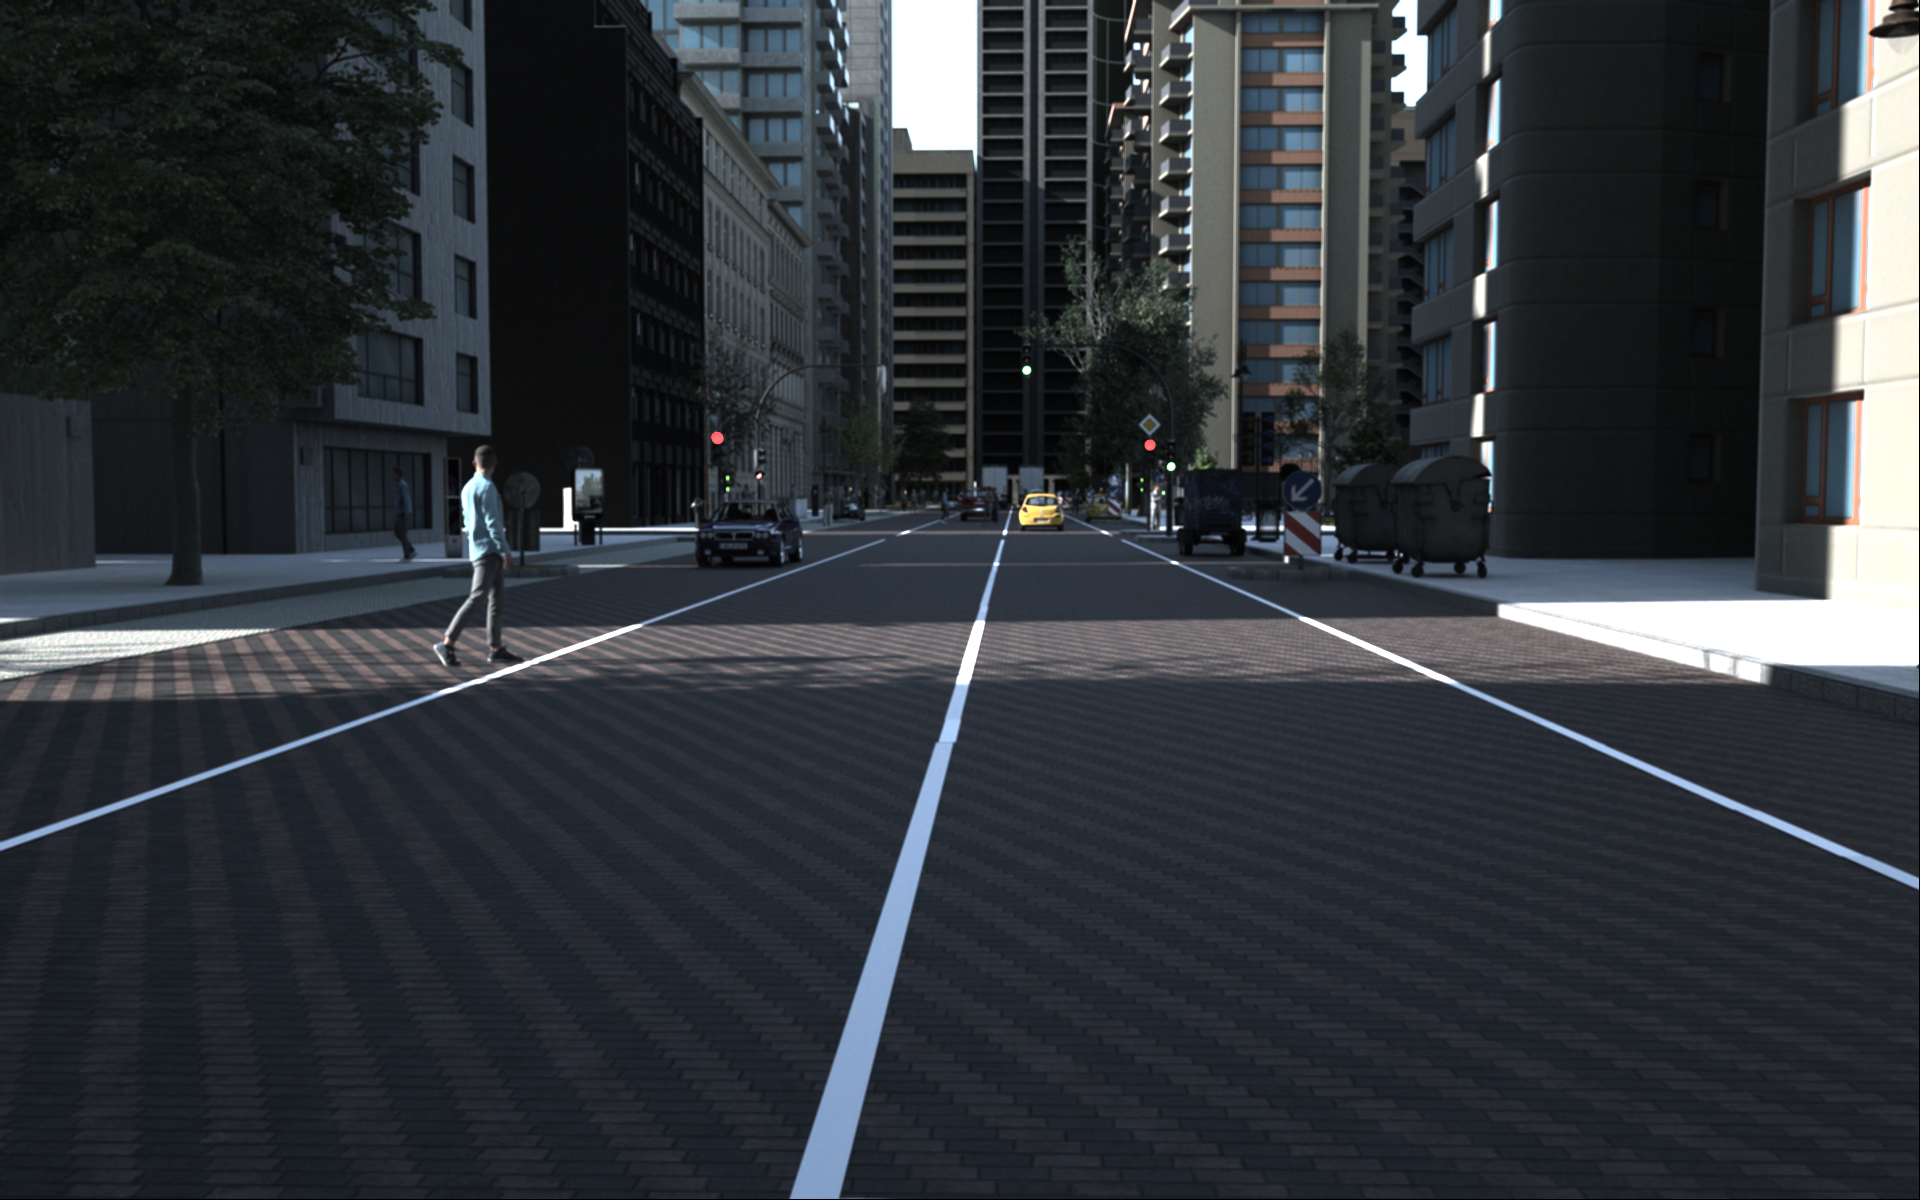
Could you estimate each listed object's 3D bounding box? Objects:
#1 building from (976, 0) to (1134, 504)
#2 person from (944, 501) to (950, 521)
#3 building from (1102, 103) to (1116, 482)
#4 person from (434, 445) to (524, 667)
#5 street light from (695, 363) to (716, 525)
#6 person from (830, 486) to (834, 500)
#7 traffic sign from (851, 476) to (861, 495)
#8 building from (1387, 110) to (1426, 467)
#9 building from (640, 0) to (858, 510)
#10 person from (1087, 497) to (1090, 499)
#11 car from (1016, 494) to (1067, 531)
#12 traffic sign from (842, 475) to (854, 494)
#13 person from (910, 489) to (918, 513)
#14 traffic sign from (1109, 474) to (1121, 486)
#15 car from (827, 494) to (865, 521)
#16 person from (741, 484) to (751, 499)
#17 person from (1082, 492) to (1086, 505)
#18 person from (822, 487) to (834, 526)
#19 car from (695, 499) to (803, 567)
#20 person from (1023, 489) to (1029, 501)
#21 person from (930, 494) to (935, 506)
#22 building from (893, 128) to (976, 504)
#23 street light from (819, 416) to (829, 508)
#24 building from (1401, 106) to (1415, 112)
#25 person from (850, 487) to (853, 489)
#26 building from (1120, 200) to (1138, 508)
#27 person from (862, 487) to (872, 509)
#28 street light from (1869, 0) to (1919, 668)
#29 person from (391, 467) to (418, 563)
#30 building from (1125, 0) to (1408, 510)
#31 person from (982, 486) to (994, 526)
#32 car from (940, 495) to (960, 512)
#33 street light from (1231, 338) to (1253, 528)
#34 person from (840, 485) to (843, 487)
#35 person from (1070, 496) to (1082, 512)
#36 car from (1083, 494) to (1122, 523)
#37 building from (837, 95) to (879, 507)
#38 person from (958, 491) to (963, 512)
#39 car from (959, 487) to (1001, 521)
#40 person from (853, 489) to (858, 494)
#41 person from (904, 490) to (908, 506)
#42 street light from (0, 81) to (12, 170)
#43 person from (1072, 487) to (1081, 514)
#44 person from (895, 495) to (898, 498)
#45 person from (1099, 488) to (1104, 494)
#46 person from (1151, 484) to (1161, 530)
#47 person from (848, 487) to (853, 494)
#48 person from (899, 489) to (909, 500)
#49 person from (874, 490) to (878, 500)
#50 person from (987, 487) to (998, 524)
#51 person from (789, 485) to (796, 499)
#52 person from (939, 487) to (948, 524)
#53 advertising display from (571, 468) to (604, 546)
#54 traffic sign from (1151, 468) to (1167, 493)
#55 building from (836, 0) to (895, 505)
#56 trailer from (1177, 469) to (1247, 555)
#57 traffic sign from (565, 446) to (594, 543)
[{"bbox_3d":[12.648,-48.463,230.621,20.611,71.187,20.563,0,4,2],"label":"building"},{"bbox_3d":[-0.714,-4.908,93.423,0.352,1.250,0.332,3,4,38],"label":"person"},{"bbox_3d":[27.266,-32.858,191.858,22.147,44.769,28.867,0,4,2],"label":"building"},{"bbox_3d":[-4.069,-0.381,14.597,0.748,1.841,0.638,-1,4,-20],"label":"person"},{"bbox_3d":[-9.005,-5.418,61.373,0.468,5.910,1.993,0,4,2],"label":"street light"},{"bbox_3d":[-8.168,-6.393,110.916,0.624,1.780,0.694,-1,4,-14],"label":"person"},{"bbox_3d":[-7.206,-7.333,119.998,0.768,2.556,0.104,1,4,11],"label":"traffic sign"},{"bbox_3d":[46.084,-33.597,199.415,14.200,45.320,14.600,0,4,2],"label":"building"},{"bbox_3d":[-21.499,-32.504,151.054,23.786,49.044,30.456,0,4,2],"label":"building"},{"bbox_3d":[12.076,-9.409,160.012,0.705,1.807,1.348,2,4,26],"label":"person"},{"bbox_3d":[3.196,-3.526,67.878,2.015,1.641,3.980,0,4,2],"label":"car"},{"bbox_3d":[-7.524,-7.111,116.265,0.884,2.594,0.081,1,4,9],"label":"traffic sign"},{"bbox_3d":[-3.459,-7.441,130.348,0.537,1.800,0.526,1,4,15],"label":"person"},{"bbox_3d":[9.995,-6.839,111.926,0.768,2.556,0.104,0,4,5],"label":"traffic sign"},{"bbox_3d":[-5.995,-4.980,91.203,2.009,1.686,4.222,0,4,3],"label":"car"},{"bbox_3d":[-10.849,-4.971,87.592,0.520,1.790,0.573,-1,4,-20],"label":"person"},{"bbox_3d":[14.410,-11.771,199.293,0.721,1.735,1.217,-3,4,-36],"label":"person"},{"bbox_3d":[-5.965,-4.228,78.178,0.519,1.759,0.362,-1,4,-19],"label":"person"},{"bbox_3d":[-4.288,-1.400,35.466,1.945,1.354,3.894,0,4,3],"label":"car"},{"bbox_3d":[4.680,-6.871,121.184,0.721,1.781,0.623,-3,5,-40],"label":"person"},{"bbox_3d":[-3.155,-11.441,198.741,0.628,1.438,0.799,0,4,-8],"label":"person"},{"bbox_3d":[-8.441,-37.215,232.172,21.600,48.544,21.300,0,4,2],"label":"building"},{"bbox_3d":[-7.861,-7.796,100.252,0.468,5.910,1.993,0,4,2],"label":"street light"},{"bbox_3d":[59.389,-39.434,233.988,27.495,52.752,28.713,0,4,2],"label":"building"},{"bbox_3d":[-8.689,-8.079,138.217,0.705,1.814,1.350,1,4,17],"label":"person"},{"bbox_3d":[22.749,-24.421,170.981,14.160,30.474,14.107,0,4,2],"label":"building"},{"bbox_3d":[-8.286,-9.062,153.836,0.705,1.869,1.348,3,4,39],"label":"person"},{"bbox_3d":[7.151,-2.433,12.576,0.468,5.910,1.993,0,4,2],"label":"street light"},{"bbox_3d":[-10.309,-1.575,32.134,0.444,1.785,0.601,-1,4,-9],"label":"person"},{"bbox_3d":[25.473,-30.237,148.998,22.147,44.769,28.867,0,4,2],"label":"building"},{"bbox_3d":[1.211,-4.148,76.666,0.374,1.781,0.599,-3,4,-36],"label":"person"},{"bbox_3d":[-0.677,-7.998,143.339,1.945,1.354,3.894,0,3,0],"label":"car"},{"bbox_3d":[8.363,-4.820,51.599,0.468,5.910,1.993,0,4,2],"label":"street light"},{"bbox_3d":[-7.499,-6.348,109.615,0.755,1.850,0.659,0,4,4],"label":"person"},{"bbox_3d":[9.190,-7.827,137.173,1.217,1.736,0.721,-2,4,-35],"label":"person"},{"bbox_3d":[7.308,-4.784,88.440,2.015,1.641,3.980,0,4,2],"label":"car"},{"bbox_3d":[-15.726,-29.954,173.348,14.154,41.232,14.086,0,4,2],"label":"building"},{"bbox_3d":[0.148,-8.013,140.453,0.436,1.711,0.756,-2,4,-32],"label":"person"},{"bbox_3d":[1.064,-5.167,93.161,2.281,1.827,5.304,0,4,1],"label":"car"},{"bbox_3d":[-8.670,-8.301,142.488,1.217,1.735,0.721,2,4,32],"label":"person"},{"bbox_3d":[-5.970,-10.974,186.278,0.742,1.727,0.445,-2,4,-23],"label":"person"},{"bbox_3d":[-10.477,-2.767,18.025,0.468,5.910,1.993,0,4,2],"label":"street light"},{"bbox_3d":[8.127,-6.901,120.688,0.648,1.900,0.474,-1,4,-15],"label":"person"},{"bbox_3d":[-8.343,-12.661,215.517,1.348,1.824,0.705,2,4,26],"label":"person"},{"bbox_3d":[11.451,-8.178,139.890,0.705,1.807,1.348,2,4,33],"label":"person"},{"bbox_3d":[7.293,-3.386,64.046,0.511,1.800,0.466,-3,4,-37],"label":"person"},{"bbox_3d":[-8.814,-7.822,134.142,1.509,1.804,0.699,-2,4,-25],"label":"person"},{"bbox_3d":[-6.016,-10.849,183.409,1.348,1.826,0.705,-3,5,-40],"label":"person"},{"bbox_3d":[-7.143,-8.706,149.050,0.551,1.740,0.621,-1,4,-16],"label":"person"},{"bbox_3d":[1.613,-4.481,82.178,0.534,1.772,0.576,-2,4,-31],"label":"person"},{"bbox_3d":[-9.505,-5.640,98.380,0.709,1.813,0.853,3,5,44],"label":"person"},{"bbox_3d":[-0.776,-4.574,83.626,0.444,1.785,0.601,0,4,4],"label":"person"},{"bbox_3d":[-9.337,-2.339,43.452,0.123,1.923,0.974,2,4,35],"label":"advertising display"},{"bbox_3d":[9.543,-5.078,83.134,0.768,2.556,0.104,1,4,9],"label":"traffic sign"},{"bbox_3d":[-18.489,-46.458,197.833,20.611,71.187,20.563,0,4,2],"label":"building"},{"bbox_3d":[5.927,-2.108,41.518,1.471,1.999,3.904,0,3,0],"label":"trailer"},{"bbox_3d":[-10.063,-2.795,45.804,0.768,2.556,0.104,0,4,4],"label":"traffic sign"}]
